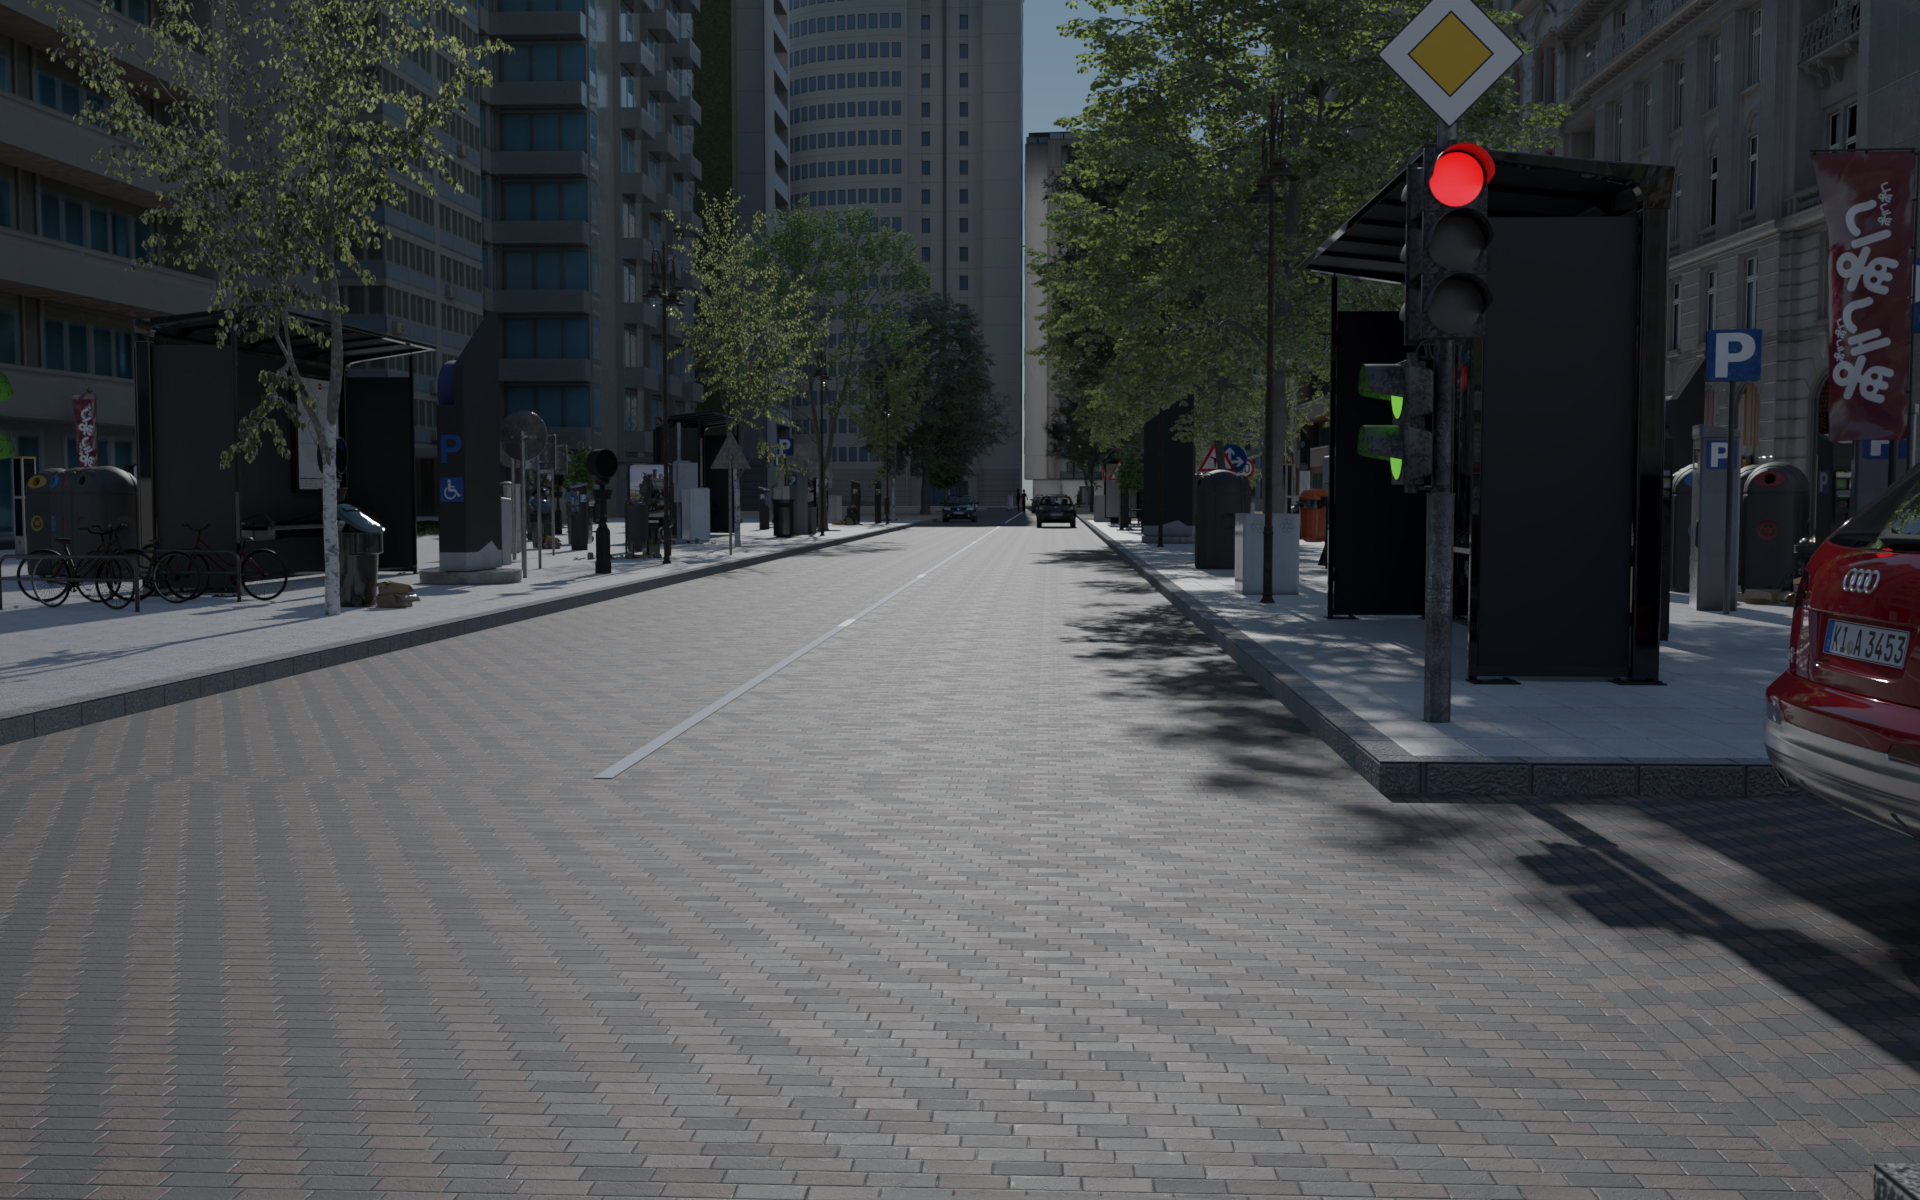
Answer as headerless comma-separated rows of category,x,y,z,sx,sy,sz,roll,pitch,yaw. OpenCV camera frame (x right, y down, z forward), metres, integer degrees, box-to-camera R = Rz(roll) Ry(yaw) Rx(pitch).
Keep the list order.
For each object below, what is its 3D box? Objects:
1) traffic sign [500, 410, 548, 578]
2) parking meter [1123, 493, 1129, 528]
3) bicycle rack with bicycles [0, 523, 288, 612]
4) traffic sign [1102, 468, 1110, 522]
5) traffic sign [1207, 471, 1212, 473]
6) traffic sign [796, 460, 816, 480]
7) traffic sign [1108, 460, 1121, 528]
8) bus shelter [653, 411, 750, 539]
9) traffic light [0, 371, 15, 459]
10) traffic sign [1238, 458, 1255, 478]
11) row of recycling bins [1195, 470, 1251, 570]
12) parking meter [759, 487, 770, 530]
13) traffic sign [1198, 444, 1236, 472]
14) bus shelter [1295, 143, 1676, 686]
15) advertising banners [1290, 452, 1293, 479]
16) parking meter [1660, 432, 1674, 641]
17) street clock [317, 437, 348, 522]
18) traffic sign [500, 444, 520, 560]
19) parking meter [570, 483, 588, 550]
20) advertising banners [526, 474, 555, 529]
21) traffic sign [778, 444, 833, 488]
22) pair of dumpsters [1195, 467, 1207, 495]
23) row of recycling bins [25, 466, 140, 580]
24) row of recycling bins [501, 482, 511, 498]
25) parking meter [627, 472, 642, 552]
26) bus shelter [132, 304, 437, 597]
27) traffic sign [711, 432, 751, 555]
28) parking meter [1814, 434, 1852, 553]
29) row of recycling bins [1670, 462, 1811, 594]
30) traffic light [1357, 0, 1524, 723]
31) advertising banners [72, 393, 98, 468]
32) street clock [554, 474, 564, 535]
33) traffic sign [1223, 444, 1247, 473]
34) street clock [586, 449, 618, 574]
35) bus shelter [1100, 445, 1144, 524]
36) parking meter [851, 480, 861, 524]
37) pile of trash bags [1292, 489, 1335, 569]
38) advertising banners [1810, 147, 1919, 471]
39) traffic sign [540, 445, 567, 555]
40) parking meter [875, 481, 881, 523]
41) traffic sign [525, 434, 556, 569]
traffic sign,-6.667,-1.610,26.428,0.768,2.556,0.104,0,4,7
parking meter,6.349,-3.715,66.449,0.255,1.863,0.399,1,4,9
bicycle rack with bicycles,-9.732,-0.407,20.034,2.925,0.926,2.852,1,4,14
traffic sign,6.795,-4.776,78.193,0.768,2.556,0.104,0,4,6
traffic sign,10.228,-4.203,69.900,0.795,2.450,0.064,0,4,4
traffic sign,-5.785,-3.981,65.194,0.768,2.556,0.104,0,4,5
traffic sign,6.058,-4.016,65.663,0.884,2.594,0.081,1,4,10
bus shelter,-7.665,-3.709,51.931,1.731,3.624,6.357,0,4,3
traffic light,-6.027,-1.295,10.097,0.839,4.253,0.868,0,4,3
traffic sign,9.794,-3.652,59.822,0.768,2.556,0.104,0,4,7
row of recycling bins,4.722,-1.466,31.082,1.069,1.692,3.534,1,4,9
parking meter,-7.079,-3.316,62.633,0.372,1.533,0.369,0,3,0
traffic sign,6.052,-2.499,40.859,0.884,2.594,0.081,0,4,7
bus shelter,4.123,-1.432,14.690,1.731,3.624,6.357,0,4,3
advertising banners,13.692,-4.663,72.432,0.090,3.025,2.074,0,4,-1
parking meter,6.077,-0.582,15.233,0.255,1.863,0.399,0,4,5
street clock,-8.001,-1.074,22.125,0.358,2.002,0.471,0,4,0
traffic sign,-8.699,-2.057,33.739,0.768,2.556,0.104,1,4,9
parking meter,-8.705,-1.907,39.584,0.372,1.533,0.369,0,3,0
advertising banners,-15.557,-4.074,62.805,2.074,3.025,0.090,-1,4,-18
traffic sign,-6.347,-4.712,70.911,2.265,3.308,0.079,0,4,4
pair of dumpsters,8.633,-3.746,63.744,1.574,2.255,4.437,0,4,3
row of recycling bins,-13.516,-1.200,26.732,1.069,1.692,3.534,-3,5,-41
row of recycling bins,-15.903,-3.125,58.203,3.534,1.692,1.069,3,5,44
parking meter,-7.220,-2.007,38.520,0.255,1.863,0.399,-2,4,-35
bus shelter,-9.345,-2.040,24.644,1.731,3.624,6.357,0,4,3
traffic sign,-4.827,-2.226,36.392,0.884,2.594,0.081,1,4,13
parking meter,8.466,-0.674,16.736,0.255,1.863,0.399,0,4,1
row of recycling bins,10.065,-0.940,22.487,3.534,1.692,1.069,2,4,29
traffic light,2.673,-1.268,9.658,0.839,4.253,0.868,0,4,3
advertising banners,-14.495,-2.068,29.997,2.074,3.025,0.090,1,4,16
street clock,-12.753,-3.082,54.957,0.358,2.002,0.471,1,4,9
traffic sign,6.960,-2.707,44.357,0.768,2.556,0.104,0,4,7
street clock,-5.762,-1.428,27.923,0.358,2.002,0.471,3,5,40
bus shelter,7.064,-4.906,74.131,2.014,3.302,5.546,0,4,3
parking meter,-4.399,-4.131,73.259,0.399,1.863,0.255,0,4,6
pile of trash bags,7.186,-1.287,30.796,3.447,1.369,1.912,-3,5,-41
advertising banners,5.348,-0.770,8.771,2.074,3.025,0.090,0,4,7
traffic sign,-8.479,-2.077,36.082,0.606,2.300,0.079,0,4,4
parking meter,-3.593,-4.295,75.941,0.255,1.863,0.399,0,4,3
traffic sign,-7.223,-1.688,29.733,0.606,2.300,0.079,1,4,12
